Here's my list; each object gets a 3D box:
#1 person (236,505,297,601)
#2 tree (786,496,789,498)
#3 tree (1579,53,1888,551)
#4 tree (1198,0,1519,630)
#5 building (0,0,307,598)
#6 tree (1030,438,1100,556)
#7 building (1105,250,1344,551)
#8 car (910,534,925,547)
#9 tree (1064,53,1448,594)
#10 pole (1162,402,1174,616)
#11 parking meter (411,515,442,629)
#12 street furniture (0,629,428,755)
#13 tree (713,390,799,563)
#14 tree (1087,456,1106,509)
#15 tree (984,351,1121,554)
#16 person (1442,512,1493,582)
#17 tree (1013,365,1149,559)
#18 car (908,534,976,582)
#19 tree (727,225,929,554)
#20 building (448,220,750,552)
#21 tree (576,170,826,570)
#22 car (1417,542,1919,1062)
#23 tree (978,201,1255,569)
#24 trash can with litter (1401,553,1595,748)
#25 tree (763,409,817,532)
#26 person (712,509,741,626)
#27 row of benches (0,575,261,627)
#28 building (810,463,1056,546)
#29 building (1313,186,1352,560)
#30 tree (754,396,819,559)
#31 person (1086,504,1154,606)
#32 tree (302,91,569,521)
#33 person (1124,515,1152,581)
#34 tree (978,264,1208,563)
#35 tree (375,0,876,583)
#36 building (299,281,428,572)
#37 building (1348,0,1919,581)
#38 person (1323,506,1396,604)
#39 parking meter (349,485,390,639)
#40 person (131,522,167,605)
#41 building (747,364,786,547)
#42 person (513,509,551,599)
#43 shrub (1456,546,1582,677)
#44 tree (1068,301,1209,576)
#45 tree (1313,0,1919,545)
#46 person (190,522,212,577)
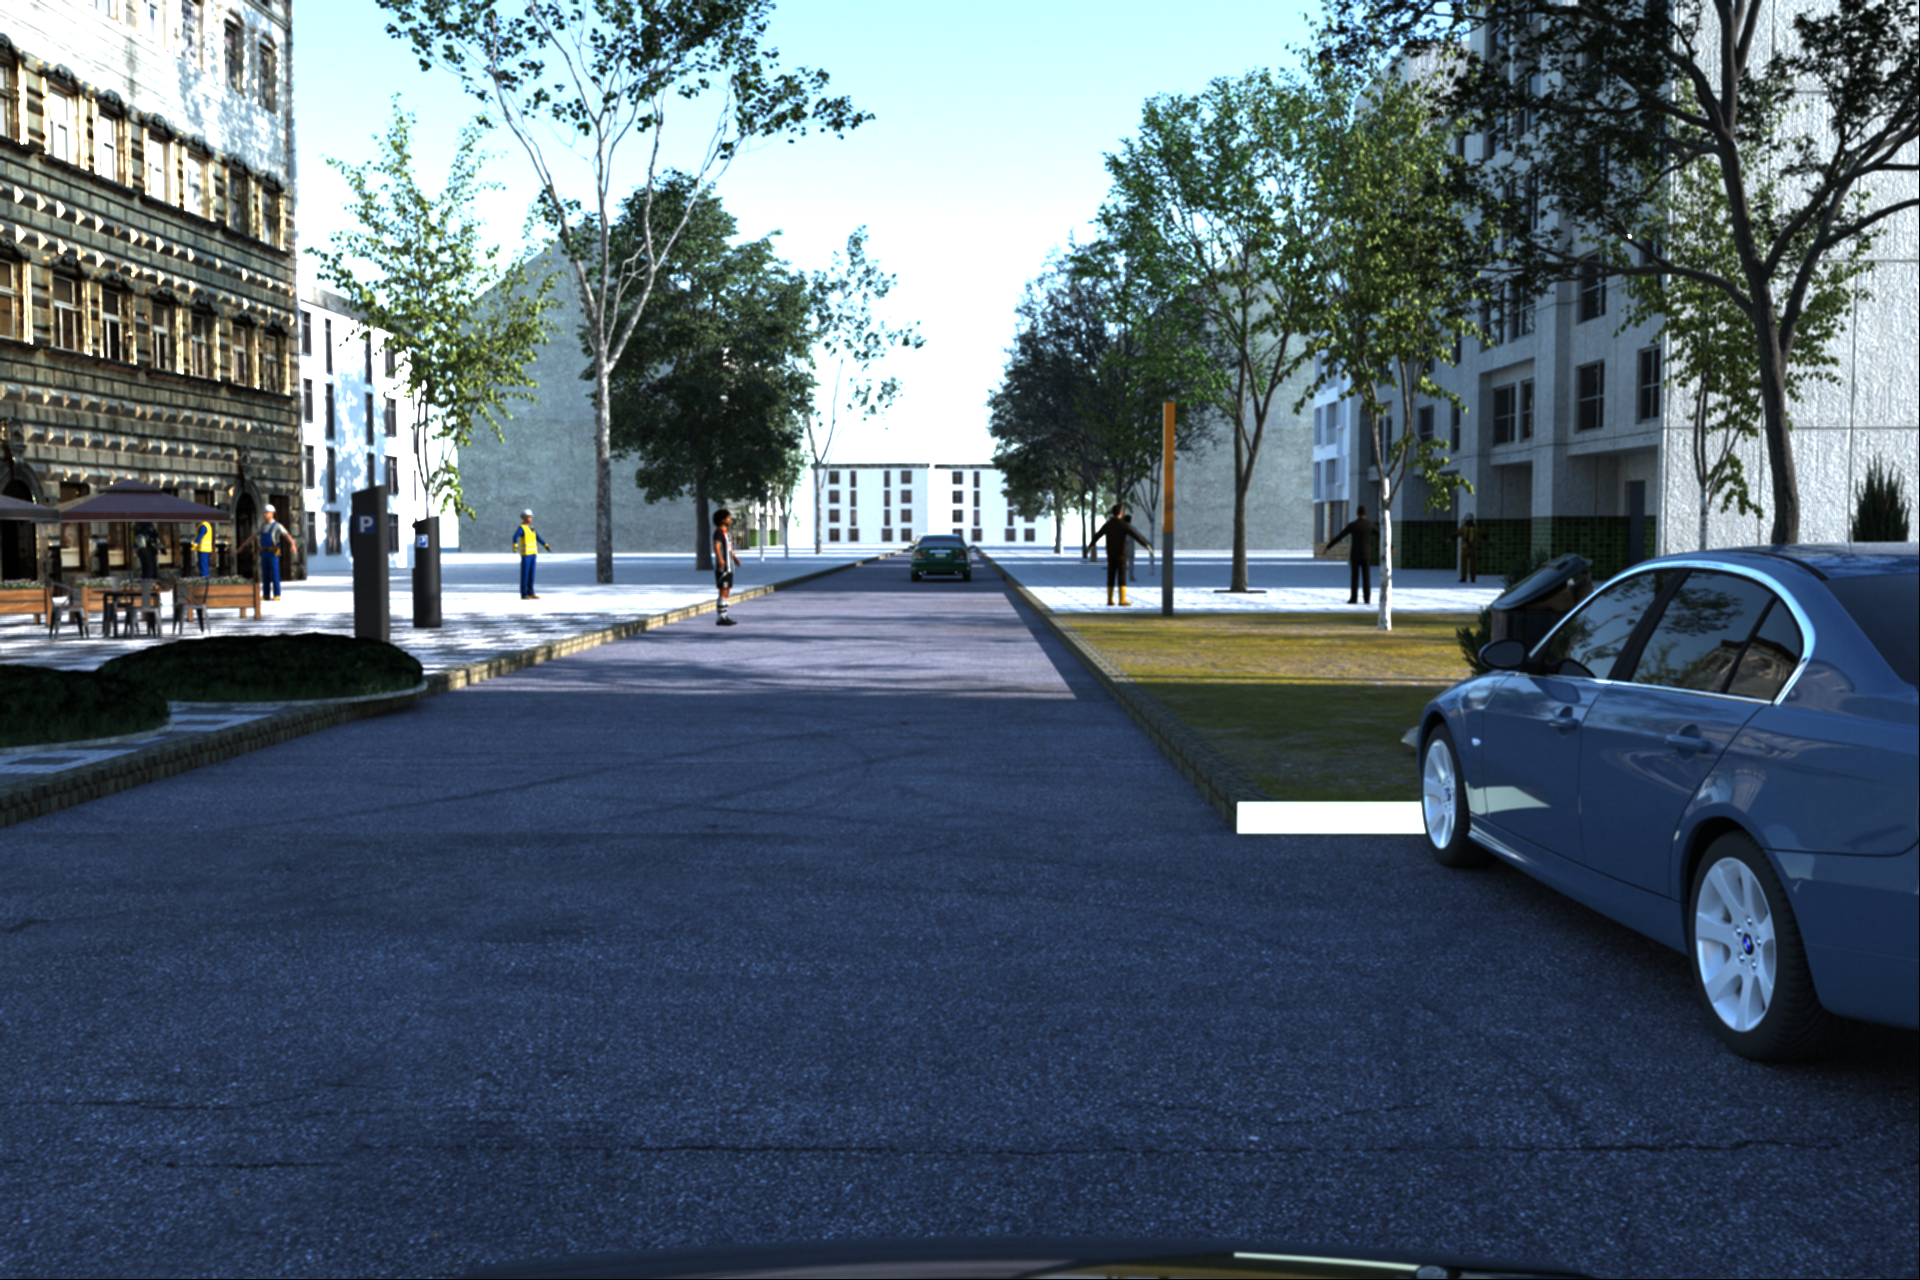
[{"bbox_3d":[-13.299,-1.681,33.335,1.347,1.847,0.705,1,4,17],"label":"person"},{"bbox_3d":[-21.409,-15.193,198.760,4.737,8.622,4.395,0,3,0],"label":"tree"},{"bbox_3d":[12.012,-4.698,27.178,4.737,8.622,4.395,0,3,0],"label":"tree"},{"bbox_3d":[5.517,-4.431,22.811,4.737,8.622,4.395,0,3,0],"label":"tree"},{"bbox_3d":[-27.439,-12.685,38.332,19.493,23.208,18.063,0,4,1],"label":"building"},{"bbox_3d":[5.740,-9.280,102.092,4.360,8.622,3.978,0,3,0],"label":"tree"},{"bbox_3d":[21.990,-19.039,142.219,19.493,23.208,18.063,0,4,0],"label":"building"},{"bbox_3d":[-2.046,-5.921,107.039,2.015,1.641,3.980,0,3,0],"label":"car"},{"bbox_3d":[6.287,-6.840,37.589,9.928,11.665,9.643,0,3,0],"label":"tree"},{"bbox_3d":[3.242,-2.026,26.967,0.158,3.312,0.155,0,3,0],"label":"pole"},{"bbox_3d":[-7.282,-0.931,23.639,0.372,1.533,0.369,0,3,0],"label":"parking meter"},{"bbox_3d":[-8.900,0.232,11.833,10.072,0.657,5.734,-1,4,-17],"label":"street furniture"},{"bbox_3d":[-9.066,-7.801,77.910,4.737,8.622,4.395,0,3,0],"label":"tree"},{"bbox_3d":[17.859,-17.053,204.574,9.928,11.665,9.643,0,3,0],"label":"tree"},{"bbox_3d":[6.410,-12.650,113.490,9.857,13.997,8.962,0,3,0],"label":"tree"},{"bbox_3d":[13.507,-2.461,46.013,1.354,1.858,0.705,0,4,-1],"label":"person"},{"bbox_3d":[6.233,-9.553,90.606,7.601,10.594,8.767,-1,4,-12],"label":"tree"},{"bbox_3d":[-0.563,-2.550,53.489,2.131,1.459,4.920,0,4,0],"label":"car"},{"bbox_3d":[-8.326,-15.365,107.102,12.611,20.169,13.585,0,3,0],"label":"tree"},{"bbox_3d":[-26.267,-18.338,130.756,19.493,23.208,18.063,0,4,-1],"label":"building"},{"bbox_3d":[-9.080,-9.454,61.230,9.857,13.997,8.962,0,3,0],"label":"tree"},{"bbox_3d":[2.957,0.367,6.005,2.014,1.417,4.499,0,4,-1],"label":"car"},{"bbox_3d":[5.924,-9.354,63.312,12.009,13.543,11.850,0,3,0],"label":"tree"},{"bbox_3d":[3.126,0.089,9.930,1.055,1.170,0.624,0,4,-2],"label":"trash can with litter"},{"bbox_3d":[-9.508,-8.900,95.870,4.360,8.622,3.978,0,3,0],"label":"tree"},{"bbox_3d":[-3.681,-1.136,27.181,0.704,1.843,1.345,0,4,4],"label":"person"},{"bbox_3d":[-12.043,-0.575,24.857,4.104,0.672,1.422,-3,5,-43],"label":"row of benches"},{"bbox_3d":[-2.861,-15.882,204.269,28.070,9.664,9.099,1,4,9],"label":"building"},{"bbox_3d":[23.731,-14.278,89.872,16.016,20.090,11.380,0,3,0],"label":"building"},{"bbox_3d":[-8.717,-8.395,87.621,4.360,8.622,3.978,0,3,0],"label":"tree"},{"bbox_3d":[2.822,-1.521,31.000,1.346,1.812,0.704,2,4,33],"label":"person"},{"bbox_3d":[-8.977,-4.866,29.926,4.737,8.622,4.395,0,3,0],"label":"tree"},{"bbox_3d":[4.575,-2.503,47.112,1.347,1.806,0.705,2,4,29],"label":"person"},{"bbox_3d":[5.914,-10.183,76.867,12.009,13.543,11.850,0,3,0],"label":"tree"},{"bbox_3d":[-7.803,-11.532,44.434,12.611,20.169,13.585,0,3,0],"label":"tree"},{"bbox_3d":[-26.266,-7.773,69.242,9.099,9.664,28.070,0,4,0],"label":"building"},{"bbox_3d":[24.454,-11.543,55.182,16.747,18.905,31.486,0,4,0],"label":"building"},{"bbox_3d":[7.368,-1.569,31.875,1.346,1.802,0.704,0,4,-1],"label":"person"},{"bbox_3d":[-7.066,-0.919,20.732,0.399,1.863,0.255,0,4,1],"label":"parking meter"},{"bbox_3d":[-14.317,-1.519,30.611,0.705,1.856,1.354,-1,4,-10],"label":"person"},{"bbox_3d":[-28.340,-19.170,179.891,16.747,18.905,31.486,0,4,1],"label":"building"},{"bbox_3d":[-8.453,-1.693,34.137,0.721,1.772,1.216,1,4,20],"label":"person"},{"bbox_3d":[3.783,-0.015,11.358,1.383,1.207,1.383,0,3,0],"label":"shrub"},{"bbox_3d":[5.765,-6.301,53.390,4.737,8.622,4.395,0,3,0],"label":"tree"},{"bbox_3d":[7.018,-4.914,14.756,8.767,10.594,7.601,-1,4,-15],"label":"tree"},{"bbox_3d":[-16.763,-1.976,38.273,0.705,1.833,1.349,-1,4,-14],"label":"person"}]
